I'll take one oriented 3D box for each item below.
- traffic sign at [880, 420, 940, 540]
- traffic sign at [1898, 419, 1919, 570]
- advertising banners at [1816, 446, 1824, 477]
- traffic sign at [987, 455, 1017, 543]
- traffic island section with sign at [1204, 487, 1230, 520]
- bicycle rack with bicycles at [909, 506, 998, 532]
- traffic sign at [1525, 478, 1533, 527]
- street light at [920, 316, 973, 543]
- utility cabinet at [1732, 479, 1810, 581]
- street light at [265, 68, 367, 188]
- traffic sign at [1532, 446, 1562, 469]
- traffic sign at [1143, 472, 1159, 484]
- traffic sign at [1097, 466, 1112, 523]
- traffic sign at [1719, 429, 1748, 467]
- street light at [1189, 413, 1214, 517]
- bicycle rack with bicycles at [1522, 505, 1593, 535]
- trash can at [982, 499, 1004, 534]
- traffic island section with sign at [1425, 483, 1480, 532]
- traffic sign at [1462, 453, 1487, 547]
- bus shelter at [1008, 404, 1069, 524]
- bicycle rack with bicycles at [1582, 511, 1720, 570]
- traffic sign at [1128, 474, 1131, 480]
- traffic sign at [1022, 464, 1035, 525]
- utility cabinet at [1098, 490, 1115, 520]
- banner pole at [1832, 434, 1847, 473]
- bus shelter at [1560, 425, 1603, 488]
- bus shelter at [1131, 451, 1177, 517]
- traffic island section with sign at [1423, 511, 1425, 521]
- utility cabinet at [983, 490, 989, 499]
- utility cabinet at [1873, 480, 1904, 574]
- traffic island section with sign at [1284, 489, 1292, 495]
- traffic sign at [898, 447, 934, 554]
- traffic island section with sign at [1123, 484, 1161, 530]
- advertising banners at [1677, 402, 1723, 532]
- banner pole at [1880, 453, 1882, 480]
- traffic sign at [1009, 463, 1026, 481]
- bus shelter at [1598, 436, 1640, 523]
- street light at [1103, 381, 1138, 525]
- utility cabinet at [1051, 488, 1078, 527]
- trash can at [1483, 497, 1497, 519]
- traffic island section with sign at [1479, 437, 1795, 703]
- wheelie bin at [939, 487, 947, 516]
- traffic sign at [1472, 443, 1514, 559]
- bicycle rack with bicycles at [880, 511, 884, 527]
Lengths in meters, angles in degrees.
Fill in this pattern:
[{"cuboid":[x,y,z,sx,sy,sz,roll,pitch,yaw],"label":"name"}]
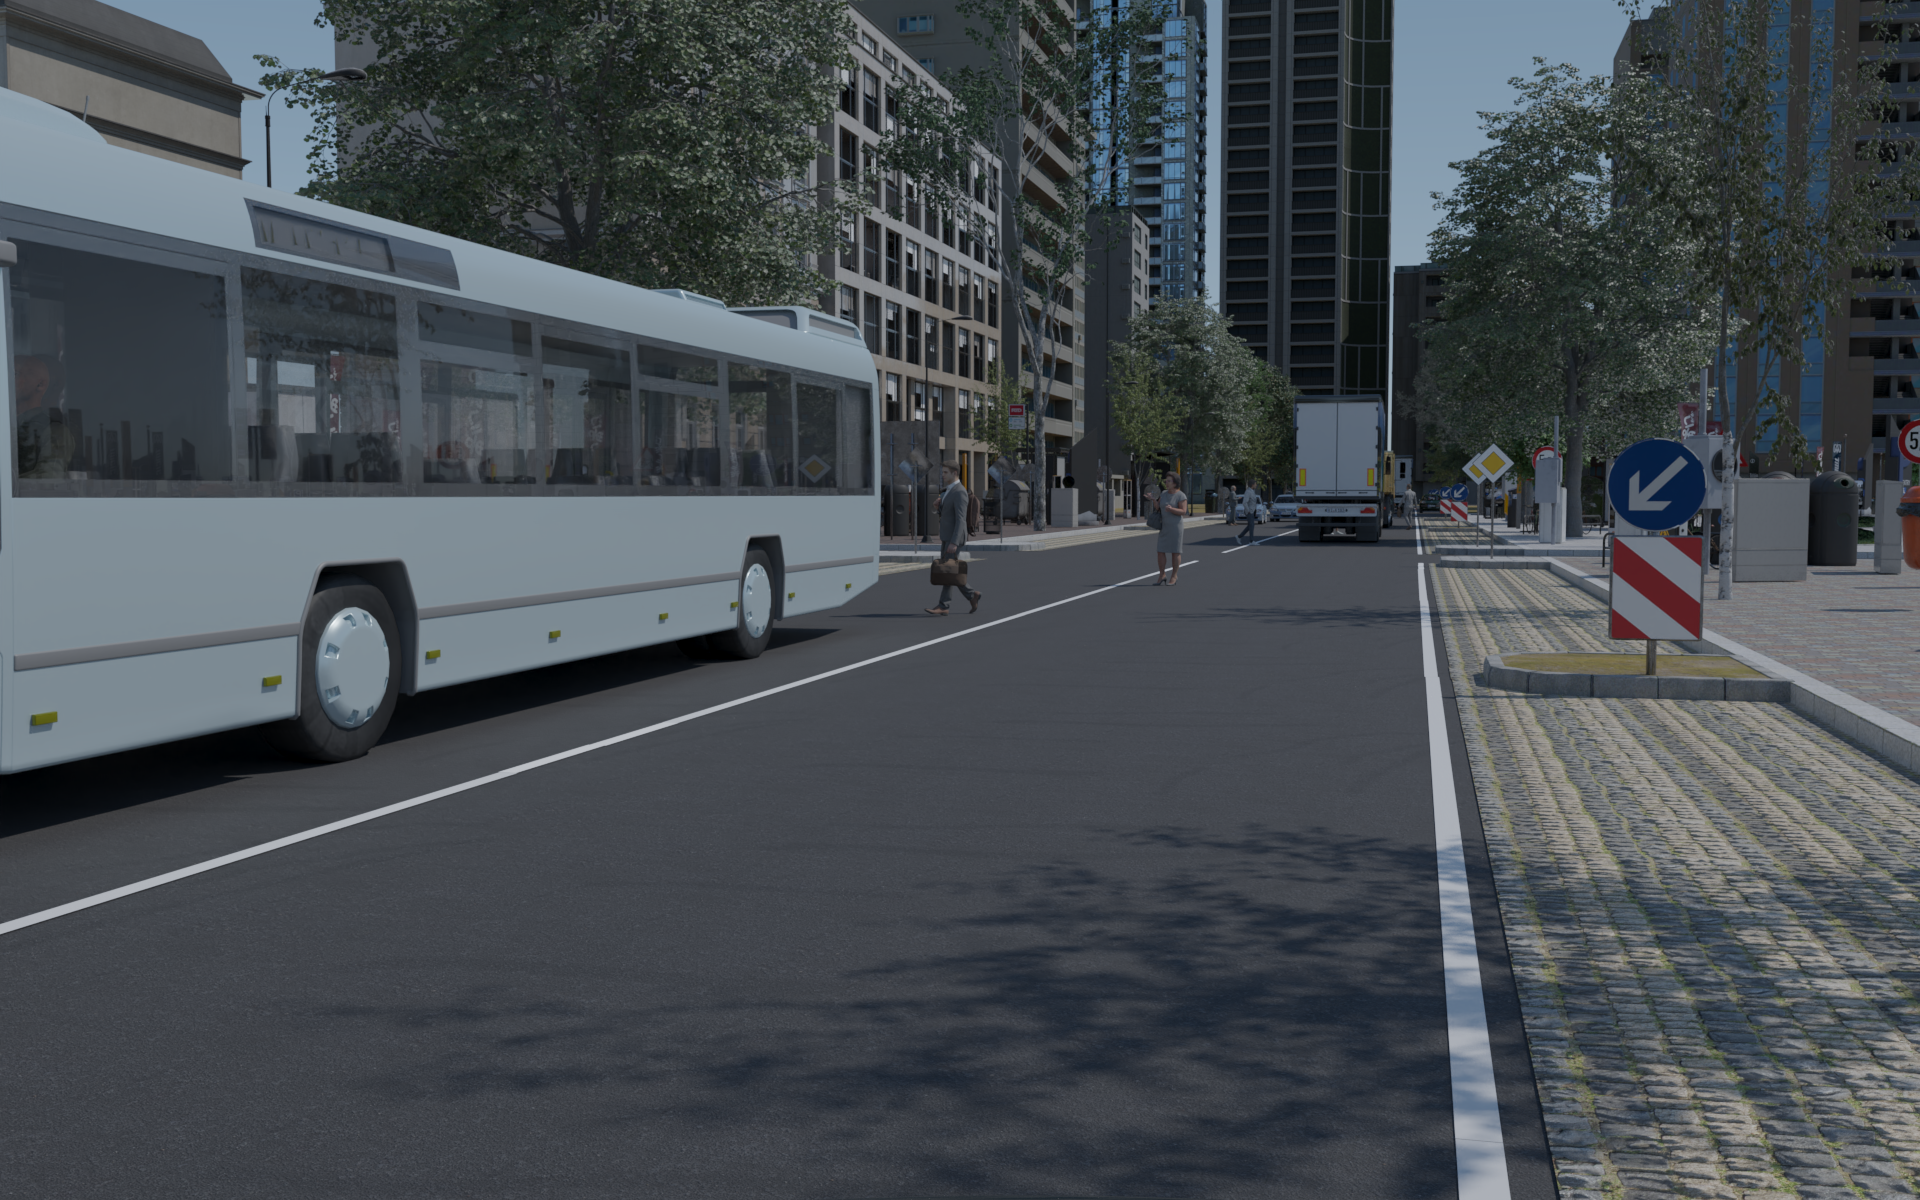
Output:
[{"cuboid":[-1.616,-3.325,48.232,2.265,3.308,0.079,2,4,24],"label":"traffic sign"},{"cuboid":[16.226,-1.782,29.244,0.768,2.556,0.104,1,4,18],"label":"traffic sign"},{"cuboid":[30.938,-4.097,63.168,2.074,3.025,0.090,-2,4,-35],"label":"advertising banners"},{"cuboid":[1.077,-2.524,44.903,0.795,2.450,0.064,1,4,15],"label":"traffic sign"},{"cuboid":[14.454,-5.270,94.791,1.989,1.847,2.006,1,4,15],"label":"traffic island section with sign"},{"cuboid":[-0.562,-2.798,59.123,2.852,0.926,2.925,-1,4,-16],"label":"bicycle rack with bicycles"},{"cuboid":[22.231,-4.159,68.006,0.884,2.594,0.081,1,4,16],"label":"traffic sign"},{"cuboid":[-0.349,-4.452,45.336,1.470,5.913,1.316,1,4,15],"label":"street light"},{"cuboid":[11.757,-1.015,25.279,1.173,1.500,0.318,-1,4,-12],"label":"utility cabinet"},{"cuboid":[-7.140,-2.852,19.174,1.470,5.913,1.316,1,4,15],"label":"street light"},{"cuboid":[15.587,-2.808,46.016,0.768,2.556,0.104,2,4,24],"label":"traffic sign"},{"cuboid":[10.021,-5.556,90.850,0.884,2.594,0.081,1,4,22],"label":"traffic sign"},{"cuboid":[6.412,-4.727,77.388,0.768,2.556,0.104,1,4,19],"label":"traffic sign"},{"cuboid":[14.969,-2.079,33.998,0.884,2.594,0.081,1,4,21],"label":"traffic sign"},{"cuboid":[13.804,-7.728,98.887,1.470,5.913,1.316,1,4,15],"label":"street light"},{"cuboid":[18.933,-2.546,55.012,2.852,0.926,2.925,3,5,43],"label":"bicycle rack with bicycles"},{"cuboid":[1.050,-2.669,55.287,0.748,1.137,0.748,0,3,0],"label":"trash can"},{"cuboid":[18.819,-3.494,65.755,1.989,1.847,2.006,1,4,15],"label":"traffic island section with sign"},{"cuboid":[12.530,-2.339,41.891,0.795,2.450,0.064,1,4,15],"label":"traffic sign"},{"cuboid":[3.876,-6.228,79.463,2.179,5.291,8.768,1,4,15],"label":"bus shelter"},{"cuboid":[12.382,-1.000,29.730,2.852,0.926,2.925,-1,4,-13],"label":"bicycle rack with bicycles"},{"cuboid":[10.137,-6.158,100.782,0.768,2.556,0.104,1,4,18],"label":"traffic sign"},{"cuboid":[2.929,-4.412,72.241,0.768,2.556,0.104,1,4,15],"label":"traffic sign"},{"cuboid":[6.949,-4.636,84.477,1.173,1.500,0.318,1,4,16],"label":"utility cabinet"},{"cuboid":[36.746,-5.037,72.368,0.863,3.779,0.401,-1,4,-17],"label":"banner pole"},{"cuboid":[29.821,-6.510,84.064,2.179,5.291,8.768,1,4,15],"label":"bus shelter"},{"cuboid":[10.972,-6.522,97.913,1.731,3.624,6.357,1,4,15],"label":"bus shelter"},{"cuboid":[25.672,-5.095,91.931,1.989,1.847,2.006,1,4,15],"label":"traffic island section with sign"},{"cuboid":[1.980,-5.971,106.311,1.173,1.500,0.318,0,4,-2],"label":"utility cabinet"},{"cuboid":[15.025,-1.182,28.007,0.318,1.500,1.173,1,4,23],"label":"utility cabinet"},{"cuboid":[27.221,-8.249,143.495,1.989,1.847,2.006,1,4,15],"label":"traffic island section with sign"},{"cuboid":[-0.948,-2.051,37.178,0.795,2.450,0.064,1,4,15],"label":"traffic sign"},{"cuboid":[7.620,-3.675,68.713,1.989,1.847,2.006,1,4,15],"label":"traffic island section with sign"},{"cuboid":[14.572,-2.266,33.236,2.074,3.025,0.090,-1,4,-18],"label":"advertising banners"},{"cuboid":[56.012,-7.060,105.449,0.401,3.779,0.863,2,4,29],"label":"banner pole"},{"cuboid":[2.455,-4.474,73.156,0.884,2.594,0.081,1,4,15],"label":"traffic sign"},{"cuboid":[24.451,-4.216,62.850,2.014,3.302,5.546,1,4,15],"label":"bus shelter"},{"cuboid":[6.664,-6.062,71.662,1.470,5.913,1.316,1,4,15],"label":"street light"},{"cuboid":[4.017,-3.530,66.387,0.318,1.500,1.173,-3,5,-41],"label":"utility cabinet"},{"cuboid":[27.257,-4.740,89.155,0.748,1.137,0.748,0,3,0],"label":"trash can"},{"cuboid":[4.987,-0.265,12.967,1.989,1.847,2.006,1,4,15],"label":"traffic island section with sign"},{"cuboid":[-1.077,-5.375,95.789,0.693,1.594,0.980,-1,4,-13],"label":"wheelie bin"},{"cuboid":[10.506,-1.867,34.166,0.795,2.450,0.064,1,4,15],"label":"traffic sign"},{"cuboid":[-2.993,-3.242,66.389,2.925,0.926,2.852,1,4,12],"label":"bicycle rack with bicycles"}]
